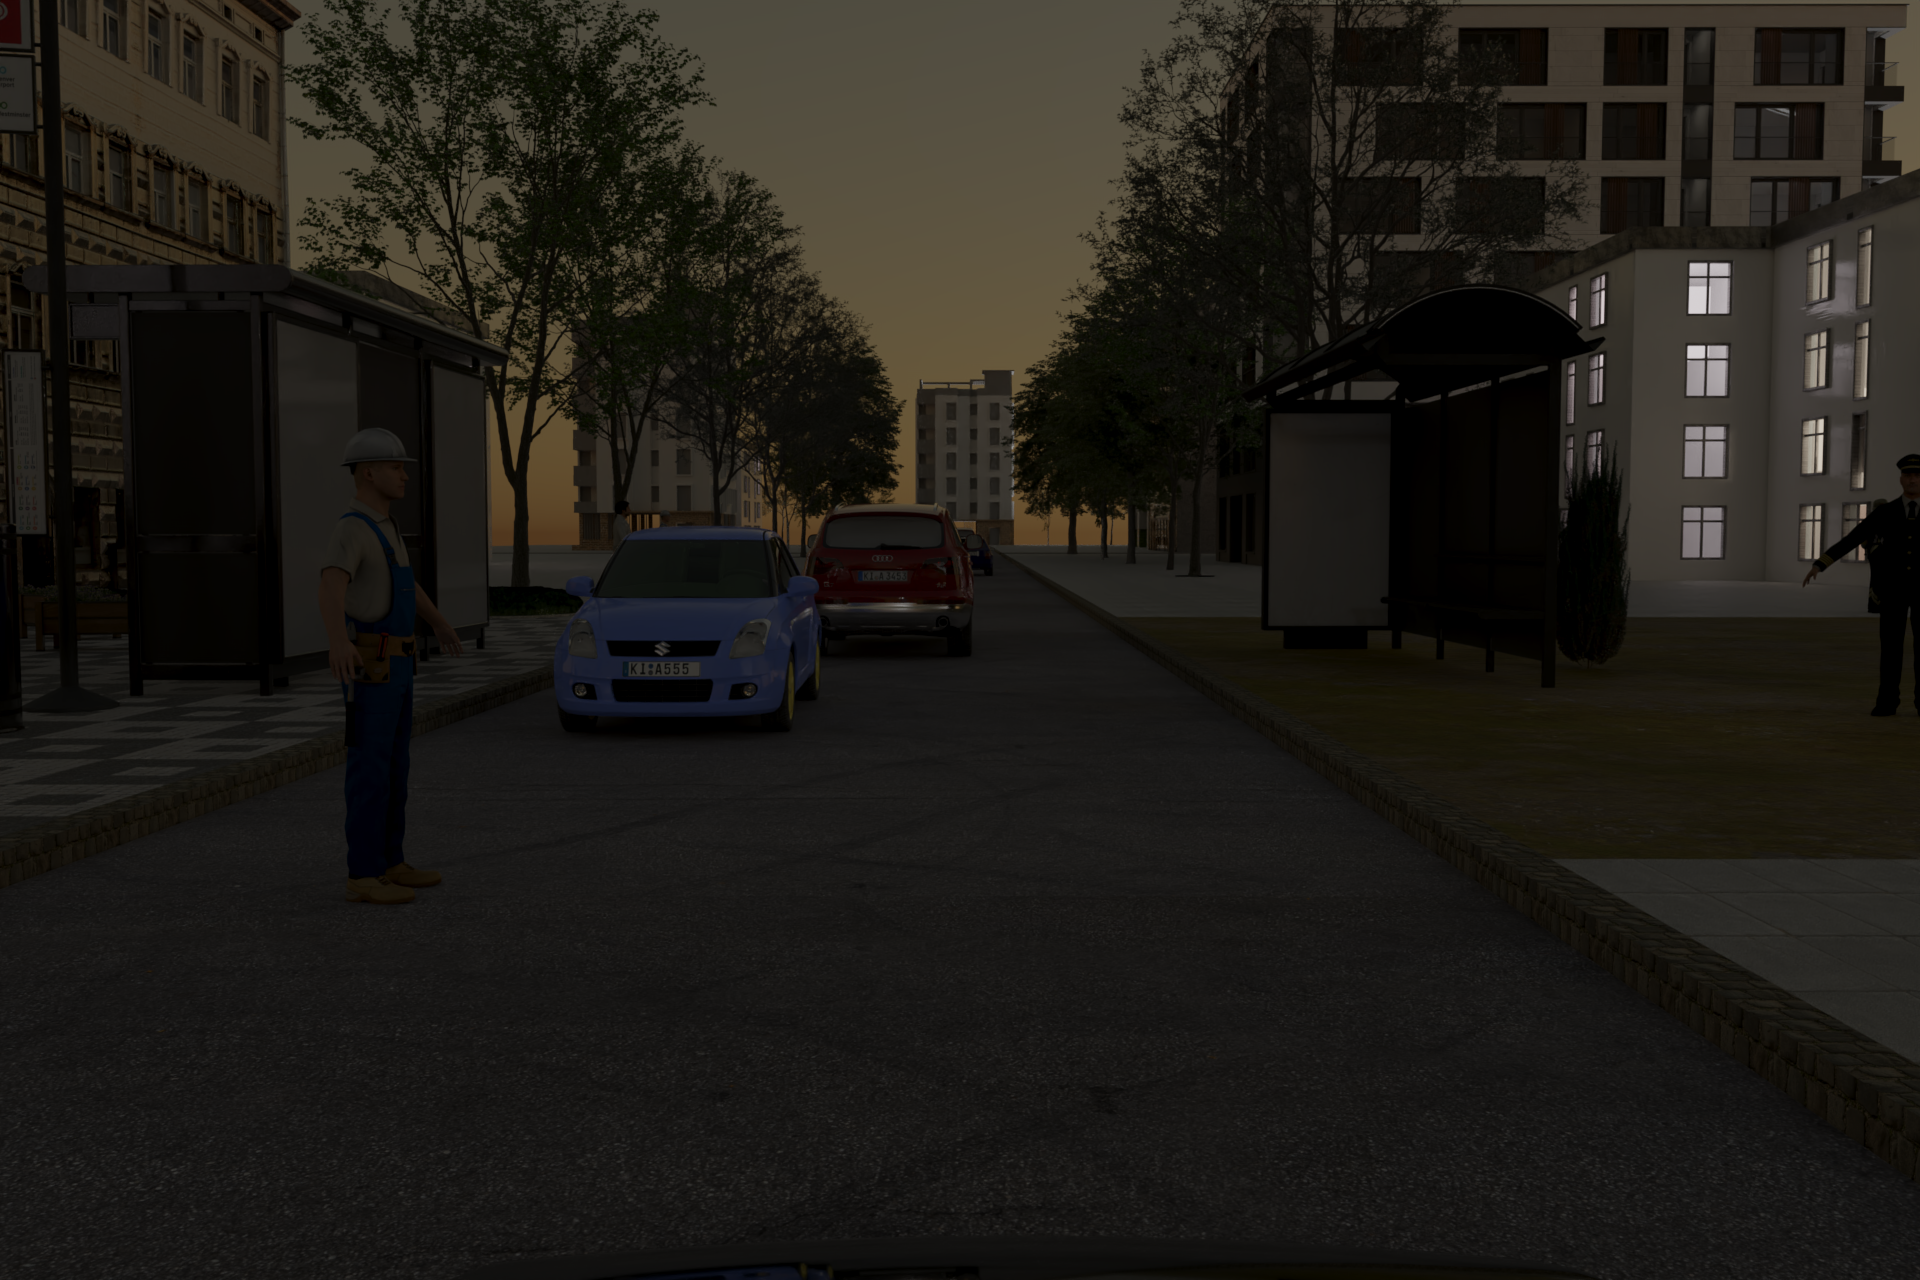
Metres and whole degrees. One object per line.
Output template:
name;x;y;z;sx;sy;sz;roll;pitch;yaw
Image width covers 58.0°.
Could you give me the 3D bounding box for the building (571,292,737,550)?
building;-24.400;-17.136;136.589;16.016;20.090;11.380;0;4;1

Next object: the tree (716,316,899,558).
tree;-8.440;-11.258;94.442;12.009;13.543;11.850;0;3;0

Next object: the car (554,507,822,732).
car;-2.049;-0.250;13.675;1.945;1.707;3.694;0;4;0

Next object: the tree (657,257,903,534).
tree;-8.127;-10.081;75.195;12.009;13.543;11.850;0;3;0

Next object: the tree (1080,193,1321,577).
tree;7.176;-7.693;51.528;9.928;11.665;9.643;0;3;0

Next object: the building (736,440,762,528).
building;-23.537;-13.784;167.511;9.099;9.664;28.070;0;4;1

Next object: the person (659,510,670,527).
person;-6.896;-2.128;40.651;0.705;1.847;1.347;-1;4;-10

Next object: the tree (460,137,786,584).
tree;-8.551;-7.234;44.034;9.928;11.665;9.643;0;3;0

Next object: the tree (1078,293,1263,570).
tree;7.831;-7.772;61.477;7.601;10.594;8.767;-1;4;-13

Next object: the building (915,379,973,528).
building;-4.929;-21.131;204.371;11.380;20.090;16.016;0;4;4

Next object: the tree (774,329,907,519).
tree;-7.859;-12.411;109.578;9.857;13.997;8.962;0;3;0

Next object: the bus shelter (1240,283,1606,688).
bus shelter;4.179;-1.399;16.793;2.014;3.302;5.546;0;4;0

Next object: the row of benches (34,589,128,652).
row of benches;-11.103;-0.216;18.987;4.104;0.672;1.422;-1;4;-10

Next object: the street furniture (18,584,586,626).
street furniture;-11.017;-0.653;26.304;10.072;0.657;5.734;0;4;0

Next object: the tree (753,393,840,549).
tree;-8.824;-8.328;86.521;4.360;8.622;3.978;0;3;0

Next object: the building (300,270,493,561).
building;-23.332;-7.781;69.371;9.099;9.664;28.070;0;4;1

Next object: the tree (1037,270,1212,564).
tree;7.207;-9.588;74.889;7.486;12.596;7.792;0;3;0

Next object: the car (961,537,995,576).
car;0.267;-2.929;60.473;1.945;1.354;3.894;0;4;-1

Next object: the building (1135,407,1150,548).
building;25.494;-17.820;157.814;16.747;18.905;31.486;0;3;0

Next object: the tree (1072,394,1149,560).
tree;7.211;-8.228;84.895;4.737;8.622;4.395;0;3;0

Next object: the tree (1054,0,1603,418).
tree;7.023;-7.512;33.195;12.009;13.543;11.850;0;3;0

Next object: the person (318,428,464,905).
person;-2.272;0.090;6.848;0.705;1.847;1.347;0;4;0

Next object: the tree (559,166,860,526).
tree;-7.988;-8.993;57.404;12.009;13.543;11.850;0;3;0

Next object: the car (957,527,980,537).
car;0.042;-5.630;100.718;2.281;1.827;5.304;0;4;-1

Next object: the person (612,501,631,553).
person;-5.296;-1.296;27.378;0.705;1.806;1.347;-1;4;-17

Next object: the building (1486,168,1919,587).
building;22.866;-6.443;47.496;9.099;9.664;28.070;0;4;1

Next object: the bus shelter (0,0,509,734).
bus shelter;-6.220;-2.286;15.010;2.179;5.291;8.768;0;4;1

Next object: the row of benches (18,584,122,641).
row of benches;-12.125;-0.389;21.828;4.104;0.672;1.422;2;4;27

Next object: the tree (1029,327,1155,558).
tree;7.380;-10.677;92.696;7.486;12.596;7.792;0;3;0

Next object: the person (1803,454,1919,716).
person;6.665;-0.380;12.151;1.347;1.837;0.705;2;4;33

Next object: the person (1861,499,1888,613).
person;14.930;-1.364;28.083;0.705;1.856;1.354;1;4;13

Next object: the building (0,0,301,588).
building;-28.831;-12.876;41.448;19.493;23.208;18.063;0;3;0

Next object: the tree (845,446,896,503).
tree;-11.126;-16.958;203.014;9.928;11.665;9.643;0;3;0

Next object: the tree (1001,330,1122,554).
tree;7.238;-12.440;110.045;9.857;13.997;8.962;0;3;0

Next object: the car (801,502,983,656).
car;-0.847;-0.806;21.844;2.281;1.827;5.304;0;4;0

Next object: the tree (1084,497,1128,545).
tree;18.057;-16.418;202.839;7.601;10.594;8.767;0;4;0

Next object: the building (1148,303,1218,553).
building;24.285;-18.214;128.723;19.493;23.208;18.063;0;4;0

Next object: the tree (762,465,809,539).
tree;-20.496;-16.381;202.240;7.601;10.594;8.767;0;4;-6

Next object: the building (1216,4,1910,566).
building;26.027;-14.650;83.502;27.936;21.610;32.646;0;4;0

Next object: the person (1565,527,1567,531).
person;12.995;-1.864;36.602;1.348;1.813;0.705;-1;4;-9

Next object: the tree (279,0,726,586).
tree;-8.146;-6.467;31.496;9.928;11.665;9.643;0;3;0

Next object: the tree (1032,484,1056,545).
tree;10.299;-15.110;197.406;4.360;8.622;3.978;0;3;0
